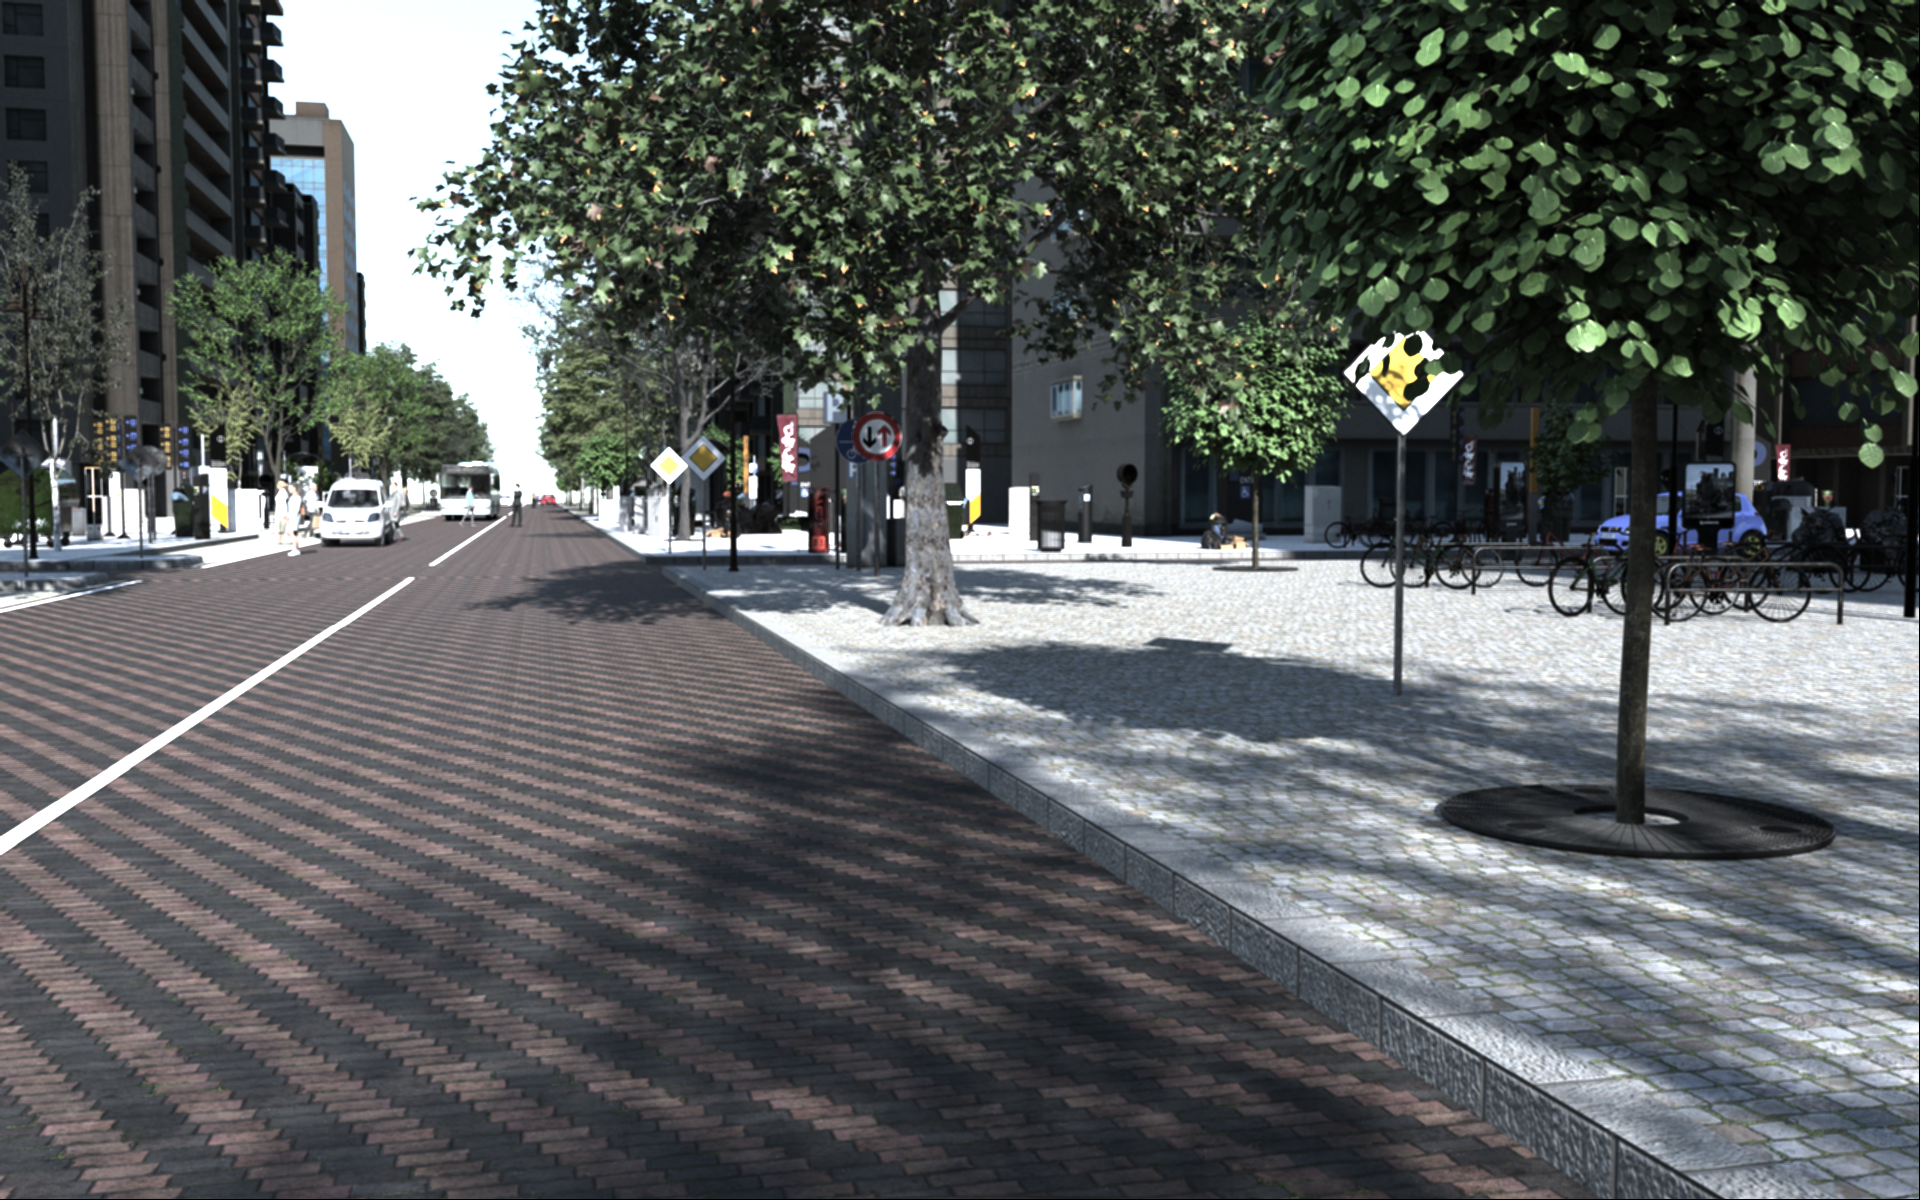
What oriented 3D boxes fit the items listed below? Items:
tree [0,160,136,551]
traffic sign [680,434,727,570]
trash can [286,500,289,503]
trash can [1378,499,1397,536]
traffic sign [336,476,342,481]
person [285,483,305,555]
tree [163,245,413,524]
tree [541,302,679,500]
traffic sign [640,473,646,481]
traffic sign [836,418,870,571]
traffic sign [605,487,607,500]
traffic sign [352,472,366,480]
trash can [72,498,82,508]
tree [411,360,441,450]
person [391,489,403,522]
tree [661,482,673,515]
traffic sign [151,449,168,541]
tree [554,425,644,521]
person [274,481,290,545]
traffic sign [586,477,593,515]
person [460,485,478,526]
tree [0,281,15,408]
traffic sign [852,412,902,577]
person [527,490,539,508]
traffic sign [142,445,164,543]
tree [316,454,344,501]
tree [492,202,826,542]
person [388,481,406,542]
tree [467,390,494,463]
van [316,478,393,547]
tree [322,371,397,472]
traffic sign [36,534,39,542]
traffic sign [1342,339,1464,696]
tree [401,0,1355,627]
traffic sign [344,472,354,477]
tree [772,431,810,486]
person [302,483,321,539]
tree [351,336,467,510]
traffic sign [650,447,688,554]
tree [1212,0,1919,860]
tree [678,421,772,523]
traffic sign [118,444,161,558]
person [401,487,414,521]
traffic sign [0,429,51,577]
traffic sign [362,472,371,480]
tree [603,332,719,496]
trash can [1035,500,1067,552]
[{"bbox_3d":[-20.204,-5.387,38.433,4.360,8.622,3.978,0,3,0],"label":"tree"},{"bbox_3d":[-4.327,-1.566,29.239,0.795,2.450,0.064,-1,4,-14],"label":"traffic sign"},{"bbox_3d":[-29.412,-3.952,76.261,0.748,1.137,0.748,0,3,0],"label":"trash can"},{"bbox_3d":[13.094,-2.518,52.817,0.748,1.137,0.748,0,3,0],"label":"trash can"},{"bbox_3d":[-35.995,-6.097,99.784,0.768,2.556,0.104,0,4,-8],"label":"traffic sign"},{"bbox_3d":[-15.648,-1.909,40.718,0.512,1.701,0.522,3,5,44],"label":"person"},{"bbox_3d":[-29.236,-9.042,73.585,9.928,11.665,9.643,0,3,0],"label":"tree"},{"bbox_3d":[-17.952,-10.534,90.353,7.486,12.596,7.792,0,3,0],"label":"tree"},{"bbox_3d":[-18.490,-6.133,100.387,0.768,2.556,0.104,-1,4,-13],"label":"traffic sign"},{"bbox_3d":[-1.701,-1.767,28.992,0.768,2.556,0.104,-1,4,-10],"label":"traffic sign"},{"bbox_3d":[-19.840,-5.935,97.140,0.768,2.556,0.104,0,4,-6],"label":"traffic sign"},{"bbox_3d":[-33.921,-5.973,97.772,0.768,2.556,0.104,0,4,-7],"label":"traffic sign"},{"bbox_3d":[-36.422,-3.636,71.103,0.748,1.137,0.748,0,3,0],"label":"trash can"},{"bbox_3d":[-40.786,-12.012,122.147,9.928,11.665,9.643,0,3,0],"label":"tree"},{"bbox_3d":[-28.773,-4.860,88.301,0.623,1.781,0.721,2,4,24],"label":"person"},{"bbox_3d":[-17.053,-6.761,105.136,1.663,3.219,1.824,0,3,0],"label":"tree"},{"bbox_3d":[-22.090,-2.895,47.437,0.768,2.556,0.104,0,4,-8],"label":"traffic sign"},{"bbox_3d":[-16.742,-6.009,81.966,4.285,4.588,4.351,0,3,0],"label":"tree"},{"bbox_3d":[-18.789,-2.413,48.186,0.641,1.798,0.478,0,3,0],"label":"person"},{"bbox_3d":[-22.716,-6.533,106.922,0.768,2.556,0.104,0,4,-5],"label":"traffic sign"},{"bbox_3d":[-22.175,-4.270,78.178,0.748,1.841,0.638,0,4,0],"label":"person"},{"bbox_3d":[-15.360,-6.218,18.673,9.611,12.733,9.660,0,3,0],"label":"tree"},{"bbox_3d":[-1.289,-1.639,26.902,0.768,2.556,0.104,0,4,-5],"label":"traffic sign"},{"bbox_3d":[-43.529,-10.292,176.779,1.348,1.823,0.705,1,4,17],"label":"person"},{"bbox_3d":[-21.210,-2.764,45.303,0.768,2.556,0.104,-1,4,-12],"label":"traffic sign"},{"bbox_3d":[-30.567,-5.428,83.357,1.663,3.219,1.824,0,3,0],"label":"tree"},{"bbox_3d":[-7.371,-8.348,46.853,12.009,13.543,11.850,0,3,0],"label":"tree"},{"bbox_3d":[-17.122,-2.677,52.370,0.767,1.812,0.694,-3,4,-36],"label":"person"},{"bbox_3d":[-54.354,-16.813,181.543,9.857,13.997,8.962,0,3,0],"label":"tree"},{"bbox_3d":[-16.873,-2.532,48.409,2.013,2.044,4.112,-1,4,-15],"label":"van"},{"bbox_3d":[-36.469,-9.428,104.518,4.737,8.622,4.395,0,3,0],"label":"tree"},{"bbox_3d":[-24.724,-2.827,46.323,0.768,2.556,0.104,-1,4,-10],"label":"traffic sign"},{"bbox_3d":[2.784,-0.598,10.957,0.795,2.450,0.064,0,4,-7],"label":"traffic sign"},{"bbox_3d":[-0.436,-6.102,16.780,9.611,12.733,9.660,0,3,0],"label":"tree"},{"bbox_3d":[-34.943,-6.068,99.310,0.768,2.556,0.104,0,4,-7],"label":"traffic sign"},{"bbox_3d":[-8.582,-6.569,91.125,4.285,4.588,4.351,0,3,0],"label":"tree"},{"bbox_3d":[-20.437,-2.794,54.667,0.515,1.767,0.782,-3,5,-40],"label":"person"},{"bbox_3d":[-44.392,-14.172,138.368,9.857,13.997,8.962,0,3,0],"label":"tree"},{"bbox_3d":[-6.207,-2.040,37.000,0.795,2.450,0.064,-1,4,-14],"label":"traffic sign"},{"bbox_3d":[2.625,-1.396,6.547,4.285,4.588,4.351,0,3,0],"label":"tree"},{"bbox_3d":[-11.084,-5.789,78.363,4.285,4.588,4.351,0,3,0],"label":"tree"},{"bbox_3d":[-16.364,-1.892,34.570,0.795,2.450,0.064,-1,4,-14],"label":"traffic sign"},{"bbox_3d":[-28.951,-5.005,90.513,0.728,1.800,0.709,2,4,31],"label":"person"},{"bbox_3d":[-14.484,-1.417,26.809,0.795,2.450,0.064,-1,4,-14],"label":"traffic sign"},{"bbox_3d":[-34.703,-6.165,100.909,0.768,2.556,0.104,0,4,-4],"label":"traffic sign"},{"bbox_3d":[-9.723,-6.539,57.275,4.360,8.622,3.978,0,3,0],"label":"tree"},{"bbox_3d":[2.018,-1.632,38.343,0.748,1.137,0.748,0,3,0],"label":"trash can"}]
